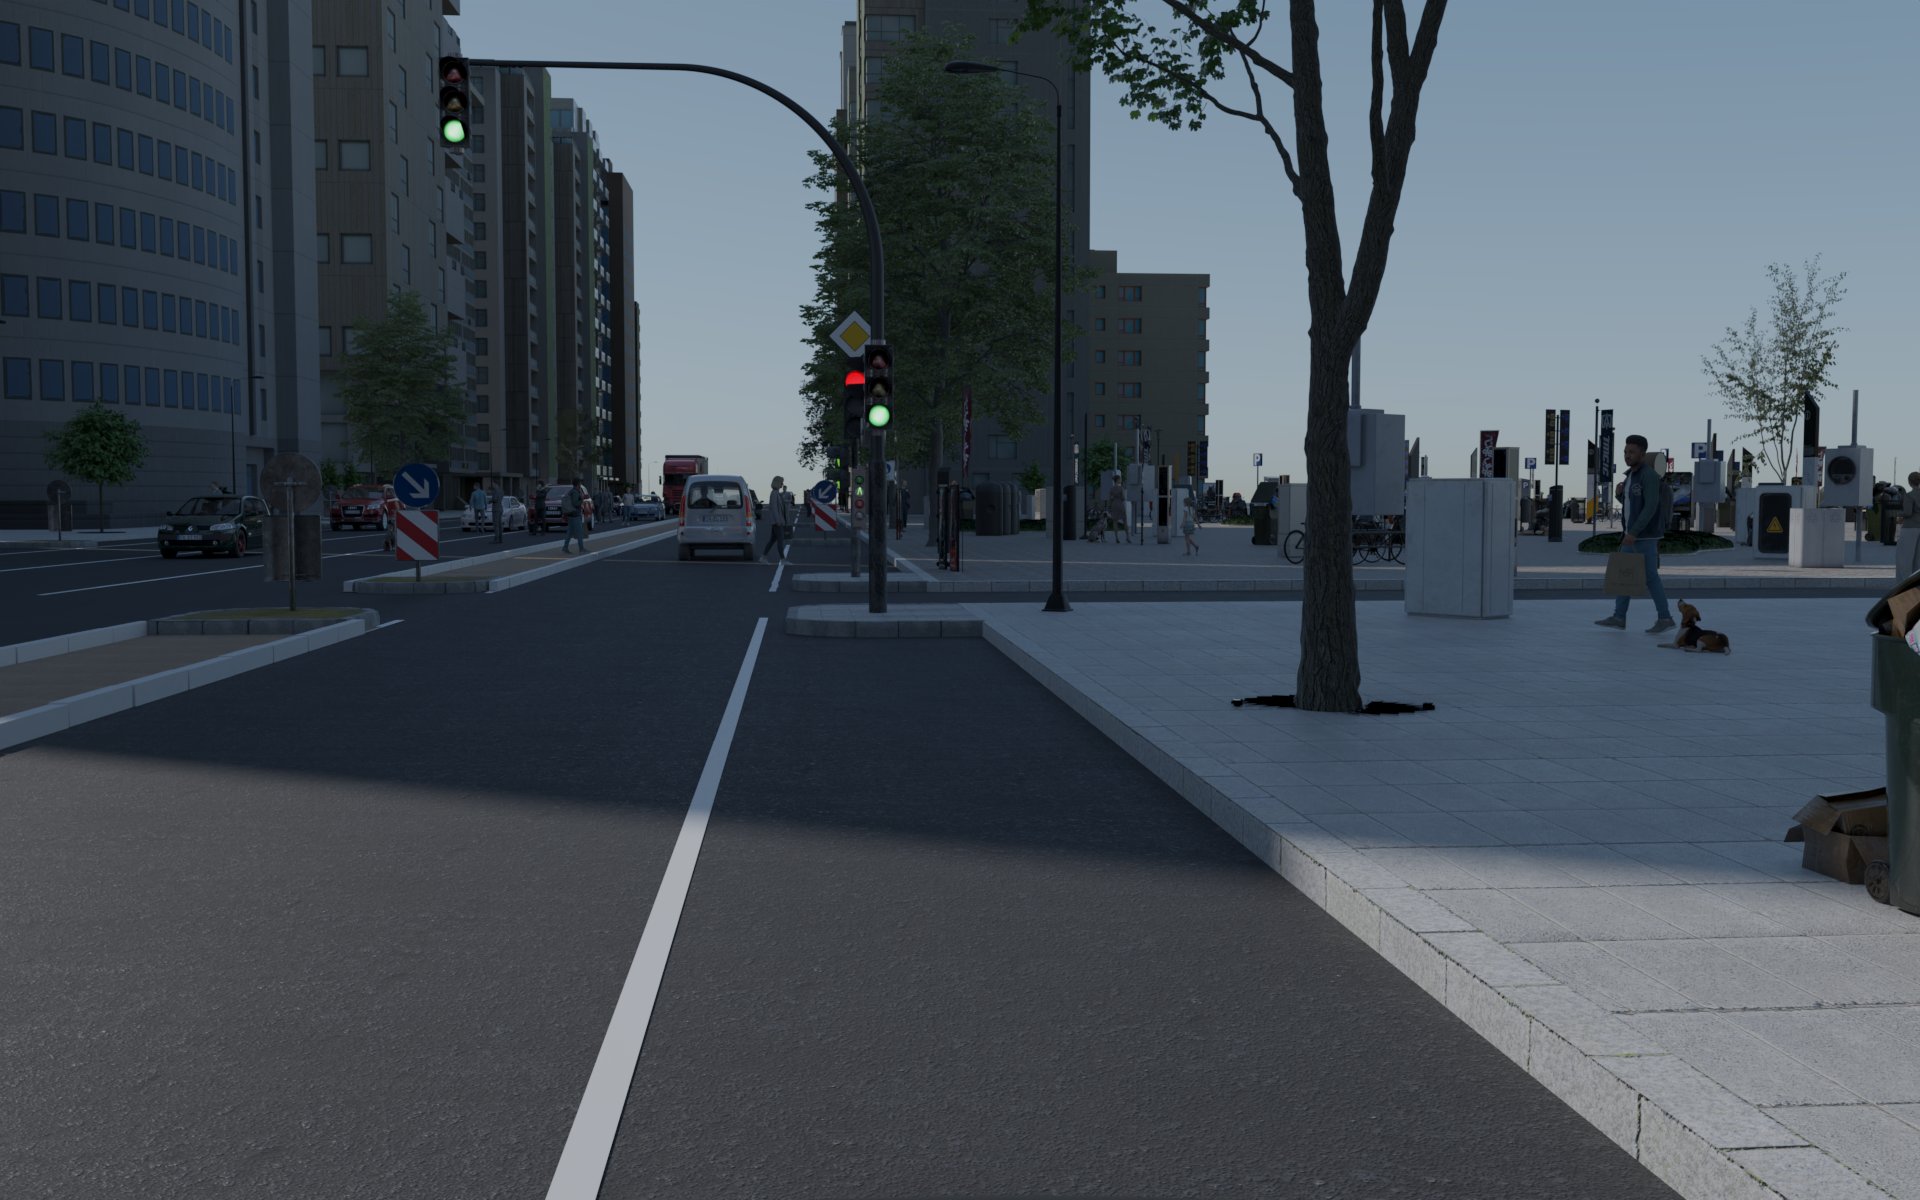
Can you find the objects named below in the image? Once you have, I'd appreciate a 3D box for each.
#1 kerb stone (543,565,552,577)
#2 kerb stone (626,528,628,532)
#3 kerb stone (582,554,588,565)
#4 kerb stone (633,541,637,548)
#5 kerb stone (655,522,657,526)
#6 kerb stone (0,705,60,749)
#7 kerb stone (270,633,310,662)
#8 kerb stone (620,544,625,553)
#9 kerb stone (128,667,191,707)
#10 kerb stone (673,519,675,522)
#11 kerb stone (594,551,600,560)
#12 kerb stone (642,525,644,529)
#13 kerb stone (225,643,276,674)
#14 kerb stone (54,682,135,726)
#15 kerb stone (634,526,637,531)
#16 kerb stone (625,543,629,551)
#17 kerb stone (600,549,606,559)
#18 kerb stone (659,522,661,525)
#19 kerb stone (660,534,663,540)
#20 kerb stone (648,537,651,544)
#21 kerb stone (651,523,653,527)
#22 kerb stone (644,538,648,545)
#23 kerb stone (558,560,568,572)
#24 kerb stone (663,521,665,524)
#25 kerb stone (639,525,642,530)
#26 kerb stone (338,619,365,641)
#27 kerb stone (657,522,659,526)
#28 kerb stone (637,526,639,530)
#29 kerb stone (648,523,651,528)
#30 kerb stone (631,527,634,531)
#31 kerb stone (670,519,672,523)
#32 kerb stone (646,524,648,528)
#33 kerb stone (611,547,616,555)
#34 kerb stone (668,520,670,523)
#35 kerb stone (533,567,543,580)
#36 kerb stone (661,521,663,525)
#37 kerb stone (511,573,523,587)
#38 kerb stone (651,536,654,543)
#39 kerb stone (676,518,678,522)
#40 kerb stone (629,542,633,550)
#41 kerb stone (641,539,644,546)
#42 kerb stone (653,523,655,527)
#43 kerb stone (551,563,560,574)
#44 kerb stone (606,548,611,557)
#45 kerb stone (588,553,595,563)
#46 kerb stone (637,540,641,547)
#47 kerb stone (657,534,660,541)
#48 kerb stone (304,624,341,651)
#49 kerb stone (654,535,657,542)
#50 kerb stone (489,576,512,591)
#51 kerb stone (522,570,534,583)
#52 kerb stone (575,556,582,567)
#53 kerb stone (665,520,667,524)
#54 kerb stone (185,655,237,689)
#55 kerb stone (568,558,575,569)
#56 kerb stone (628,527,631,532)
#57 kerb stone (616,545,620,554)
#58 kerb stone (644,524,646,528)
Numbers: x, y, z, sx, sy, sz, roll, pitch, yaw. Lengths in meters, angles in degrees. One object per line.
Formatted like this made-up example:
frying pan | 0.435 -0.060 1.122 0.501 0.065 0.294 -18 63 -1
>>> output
kerb stone | -7.264 -0.478 30.079 0.120 0.150 1.000 0 4 -5
kerb stone | -12.378 -2.531 63.569 0.120 0.150 1.000 0 4 -5
kerb stone | -7.726 -0.794 35.182 0.120 0.150 1.000 0 4 -5
kerb stone | -8.639 -1.419 45.397 0.120 0.150 1.000 0 4 -5
kerb stone | -13.475 -3.277 75.818 0.120 0.150 1.000 0 4 -5
kerb stone | -5.479 0.745 10.113 0.120 0.150 1.000 0 4 -5
kerb stone | -5.938 0.431 15.224 0.120 0.150 1.000 0 4 -5
kerb stone | -8.364 -1.226 42.343 0.120 0.150 1.000 0 4 -5
kerb stone | -5.661 0.614 12.161 0.120 0.150 1.000 0 4 -5
kerb stone | -14.388 -3.904 86.027 0.120 0.150 1.000 0 4 -5
kerb stone | -7.917 -0.916 37.230 0.120 0.150 1.000 0 4 -5
kerb stone | -12.924 -2.903 69.685 0.120 0.150 1.000 0 4 -5
kerb stone | -5.848 0.489 14.201 0.120 0.150 1.000 0 4 -5
kerb stone | -5.580 0.676 11.141 0.120 0.150 1.000 0 4 -5
kerb stone | -12.652 -2.718 66.631 0.120 0.150 1.000 0 4 -5
kerb stone | -8.458 -1.294 43.361 0.120 0.150 1.000 0 4 -5
kerb stone | -7.999 -0.981 38.257 0.120 0.150 1.000 0 4 -5
kerb stone | -13.660 -3.404 77.863 0.120 0.150 1.000 0 4 -5
kerb stone | -9.369 -1.918 53.570 0.120 0.150 1.000 0 4 -5
kerb stone | -9.010 -1.668 49.474 0.120 0.150 1.000 0 4 -5
kerb stone | -13.299 -3.155 73.775 0.120 0.150 1.000 0 4 -5
kerb stone | -8.917 -1.606 48.455 0.120 0.150 1.000 0 4 -5
kerb stone | -7.453 -0.605 32.123 0.120 0.150 1.000 0 4 -5
kerb stone | -13.841 -3.530 79.910 0.120 0.150 1.000 0 4 -5
kerb stone | -12.832 -2.841 68.668 0.120 0.150 1.000 0 4 -5
kerb stone | -6.126 0.304 17.274 0.120 0.150 1.000 0 4 -5
kerb stone | -13.567 -3.342 76.839 0.120 0.150 1.000 0 4 -5
kerb stone | -12.744 -2.780 67.649 0.120 0.150 1.000 0 4 -5
kerb stone | -13.200 -3.093 72.758 0.120 0.150 1.000 0 4 -5
kerb stone | -12.560 -2.656 65.613 0.120 0.150 1.000 0 4 -5
kerb stone | -14.205 -3.777 83.991 0.120 0.150 1.000 0 4 -5
kerb stone | -13.115 -3.030 71.732 0.120 0.150 1.000 0 4 -5
kerb stone | -8.185 -1.104 40.294 0.120 0.150 1.000 0 4 -5
kerb stone | -14.119 -3.717 82.973 0.120 0.150 1.000 0 4 -5
kerb stone | -7.174 -0.417 29.059 0.120 0.150 1.000 0 4 -5
kerb stone | -13.748 -3.465 78.881 0.120 0.150 1.000 0 4 -5
kerb stone | -6.992 -0.294 27.009 0.120 0.150 1.000 0 4 -5
kerb stone | -9.097 -1.731 50.492 0.120 0.150 1.000 0 4 -5
kerb stone | -14.576 -4.026 88.064 0.120 0.150 1.000 0 4 -5
kerb stone | -8.550 -1.353 44.379 0.120 0.150 1.000 0 4 -5
kerb stone | -8.826 -1.544 47.432 0.120 0.150 1.000 0 4 -5
kerb stone | -13.384 -3.217 74.793 0.120 0.150 1.000 0 4 -5
kerb stone | -7.361 -0.536 31.102 0.120 0.150 1.000 0 4 -5
kerb stone | -8.092 -1.041 39.276 0.120 0.150 1.000 0 4 -5
kerb stone | -7.814 -0.857 36.206 0.120 0.150 1.000 0 4 -5
kerb stone | -8.732 -1.481 46.415 0.120 0.150 1.000 0 4 -5
kerb stone | -9.281 -1.856 52.543 0.120 0.150 1.000 0 4 -5
kerb stone | -6.032 0.363 16.254 0.120 0.150 1.000 0 4 -5
kerb stone | -9.190 -1.794 51.519 0.120 0.150 1.000 0 4 -5
kerb stone | -6.911 -0.232 25.985 0.120 0.150 1.000 0 4 -5
kerb stone | -7.082 -0.357 28.034 0.120 0.150 1.000 0 4 -5
kerb stone | -7.635 -0.732 34.162 0.120 0.150 1.000 0 4 -5
kerb stone | -13.931 -3.588 80.930 0.120 0.150 1.000 0 4 -5
kerb stone | -5.751 0.556 13.184 0.120 0.150 1.000 0 4 -5
kerb stone | -7.547 -0.670 33.142 0.120 0.150 1.000 0 4 -5
kerb stone | -12.472 -2.593 64.591 0.120 0.150 1.000 0 4 -5
kerb stone | -8.277 -1.170 41.319 0.120 0.150 1.000 0 4 -5
kerb stone | -13.014 -2.967 70.713 0.120 0.150 1.000 0 4 -5
